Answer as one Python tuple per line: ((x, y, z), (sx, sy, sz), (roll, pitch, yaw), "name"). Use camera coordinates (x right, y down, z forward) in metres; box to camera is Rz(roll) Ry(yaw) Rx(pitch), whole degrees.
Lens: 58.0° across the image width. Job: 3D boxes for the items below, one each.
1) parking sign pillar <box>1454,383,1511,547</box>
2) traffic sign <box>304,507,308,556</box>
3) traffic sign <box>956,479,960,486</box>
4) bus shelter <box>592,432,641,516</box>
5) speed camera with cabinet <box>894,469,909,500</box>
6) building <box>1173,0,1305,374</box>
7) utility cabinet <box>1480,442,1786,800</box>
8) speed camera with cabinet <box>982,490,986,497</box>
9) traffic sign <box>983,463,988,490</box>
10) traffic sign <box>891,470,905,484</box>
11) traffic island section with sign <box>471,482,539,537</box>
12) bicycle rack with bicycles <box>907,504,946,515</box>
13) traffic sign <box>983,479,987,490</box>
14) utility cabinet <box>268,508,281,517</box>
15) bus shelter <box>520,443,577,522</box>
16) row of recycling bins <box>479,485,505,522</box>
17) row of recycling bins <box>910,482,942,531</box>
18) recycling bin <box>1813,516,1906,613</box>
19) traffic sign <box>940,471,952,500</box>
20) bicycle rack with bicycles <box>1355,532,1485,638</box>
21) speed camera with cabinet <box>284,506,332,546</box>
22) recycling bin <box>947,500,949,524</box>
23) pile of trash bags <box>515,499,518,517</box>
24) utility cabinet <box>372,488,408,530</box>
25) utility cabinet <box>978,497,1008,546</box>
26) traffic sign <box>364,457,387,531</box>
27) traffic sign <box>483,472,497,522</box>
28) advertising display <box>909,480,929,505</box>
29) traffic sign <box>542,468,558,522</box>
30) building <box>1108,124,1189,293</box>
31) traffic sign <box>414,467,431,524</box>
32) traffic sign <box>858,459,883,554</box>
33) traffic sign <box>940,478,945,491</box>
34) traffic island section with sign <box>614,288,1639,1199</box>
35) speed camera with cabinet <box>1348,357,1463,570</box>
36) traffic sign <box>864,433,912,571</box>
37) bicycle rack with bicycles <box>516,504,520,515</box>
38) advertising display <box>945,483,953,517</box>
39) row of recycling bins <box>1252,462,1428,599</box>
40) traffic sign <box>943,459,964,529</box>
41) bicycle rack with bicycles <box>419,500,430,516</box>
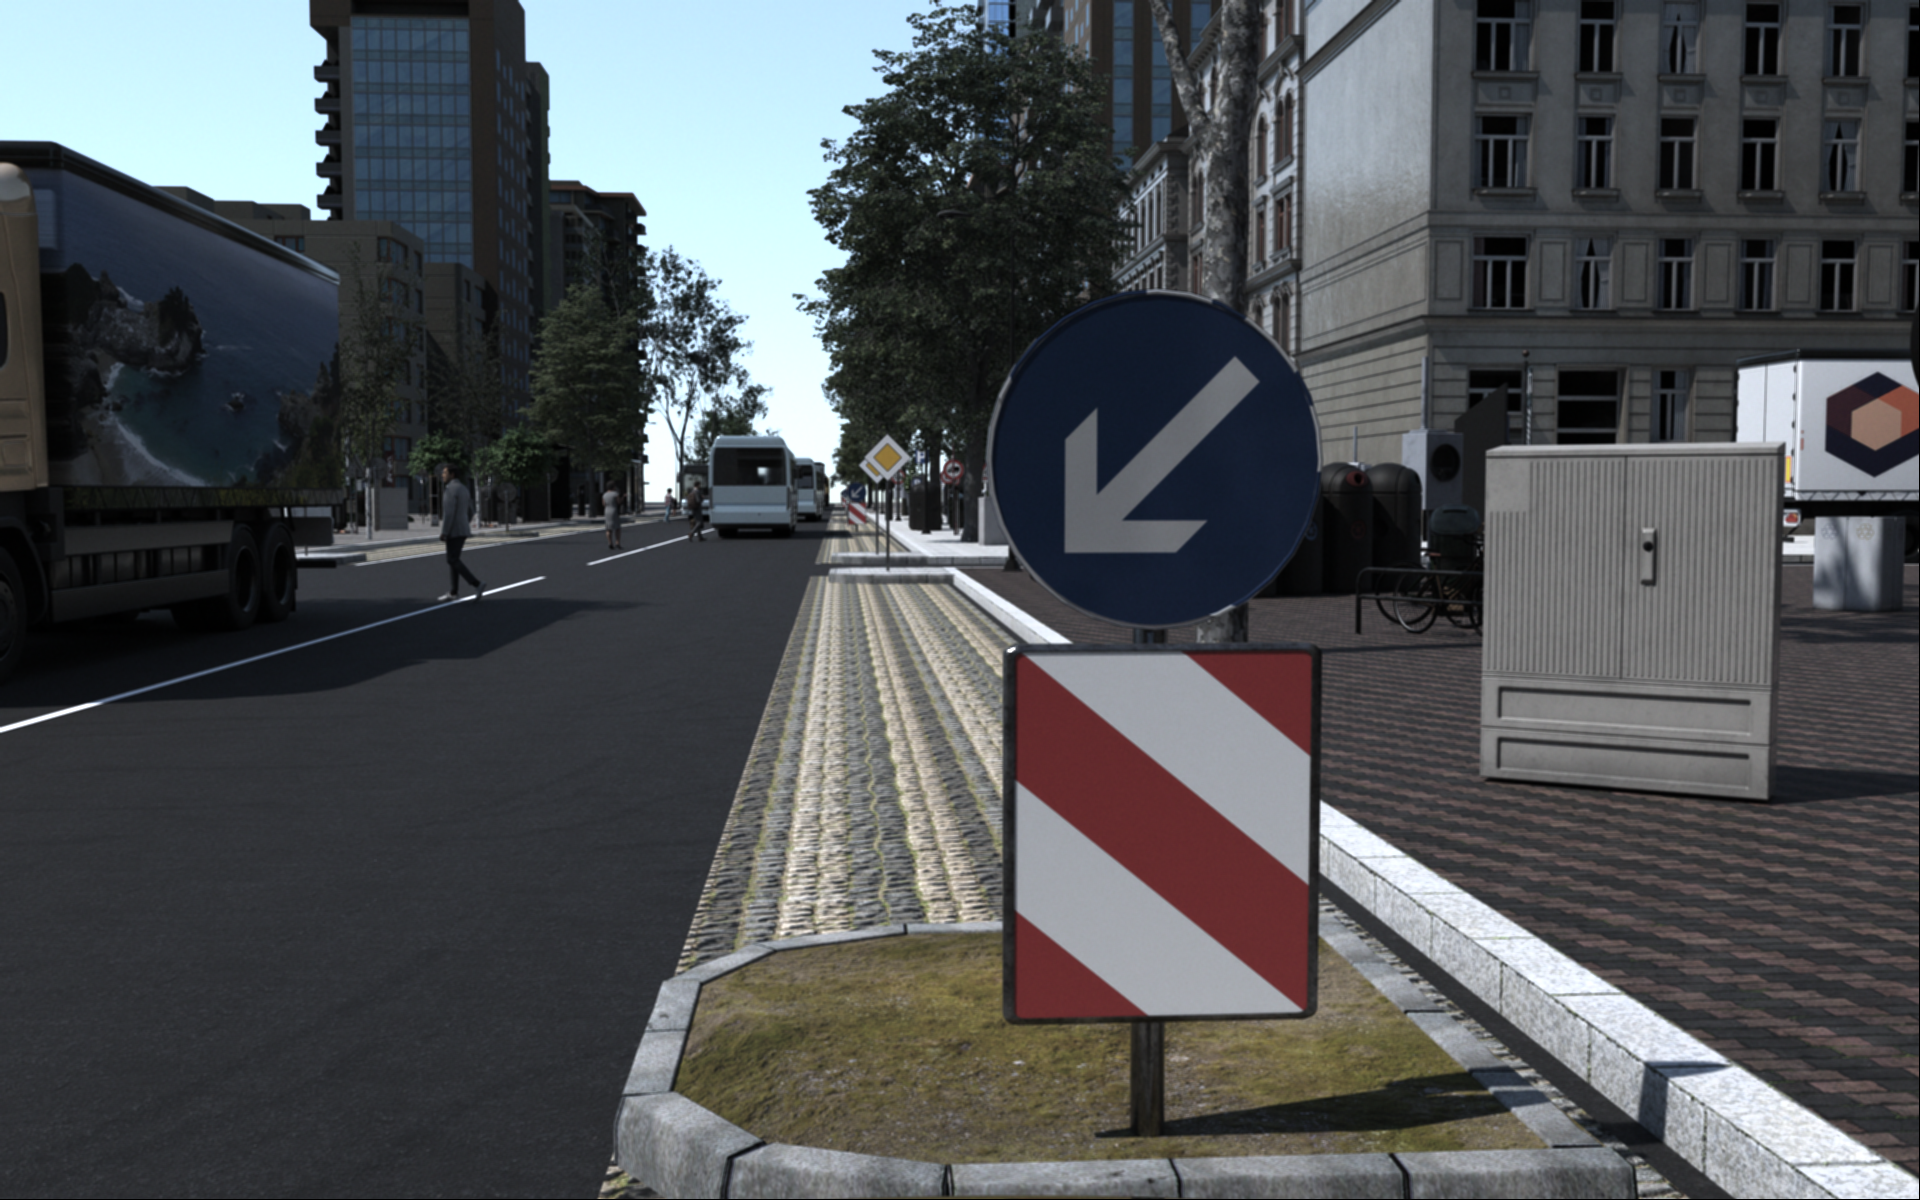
((12.809, -3.304, 42.490), (1.447, 3.967, 1.447), (3, 5, 40), "parking sign pillar")
((-13.576, -1.974, 35.919), (0.795, 2.450, 0.064), (0, 4, -4), "traffic sign")
((-0.399, -6.836, 111.866), (0.768, 2.556, 0.104), (0, 4, -3), "traffic sign")
((-20.827, -7.763, 104.548), (2.179, 5.291, 8.768), (0, 4, -4), "bus shelter")
((-2.610, -6.074, 93.639), (2.038, 3.252, 0.660), (3, 4, 37), "speed camera with cabinet")
((19.013, -17.999, 81.681), (14.401, 28.519, 23.554), (0, 4, -4), "building")
((2.892, 0.072, 7.500), (1.173, 1.500, 0.318), (2, 4, 30), "utility cabinet")
((1.319, -4.441, 66.951), (2.038, 3.252, 0.660), (3, 4, 37), "speed camera with cabinet")
((1.029, -3.869, 63.268), (0.884, 2.594, 0.081), (0, 4, -2), "traffic sign")
((-3.178, -5.450, 89.206), (0.768, 2.556, 0.104), (0, 4, 3), "traffic sign")
((-15.149, -3.008, 57.802), (1.989, 1.847, 2.006), (0, 4, -4), "traffic island section with sign")
((-2.031, -5.659, 105.911), (2.925, 0.926, 2.852), (-1, 4, -10), "bicycle rack with bicycles")
((1.259, -4.938, 80.846), (0.768, 2.556, 0.104), (0, 3, 0), "traffic sign")
((-17.616, -2.159, 43.975), (1.173, 1.500, 0.318), (-2, 4, -30), "utility cabinet")
((-19.579, -5.583, 82.558), (1.731, 3.624, 6.357), (0, 4, -4), "bus shelter")
((-22.143, -4.552, 81.535), (1.069, 1.692, 3.534), (-1, 4, -23), "row of recycling bins")
((-1.288, -3.364, 62.109), (1.069, 1.692, 3.534), (0, 4, -6), "row of recycling bins")
((9.956, -0.405, 19.183), (0.722, 1.027, 0.722), (-3, 5, -43), "recycling bin")
((-0.606, -5.308, 86.896), (0.768, 2.556, 0.104), (0, 4, -3), "traffic sign")
((4.898, -0.153, 15.879), (2.852, 0.926, 2.925), (-2, 4, -35), "bicycle rack with bicycles")
((-16.516, -2.942, 42.436), (2.038, 3.252, 0.660), (-3, 5, -43), "speed camera with cabinet")
((-0.096, -3.733, 73.595), (0.722, 1.027, 0.722), (-1, 4, -23), "recycling bin")
((-24.217, -5.393, 97.929), (1.912, 1.369, 3.447), (-1, 4, -14), "pile of trash bags")
((-20.234, -3.229, 61.479), (1.173, 1.500, 0.318), (-2, 4, -30), "utility cabinet")
((0.941, -1.972, 43.397), (1.020, 1.237, 0.306), (-3, 4, -36), "utility cabinet")
((-20.048, -3.628, 59.426), (0.768, 2.556, 0.104), (0, 4, -2), "traffic sign")
((-21.566, -4.731, 79.482), (0.606, 2.300, 0.079), (0, 4, -1), "traffic sign")
((-1.923, -4.652, 81.274), (0.974, 1.923, 0.123), (-2, 4, -28), "advertising display")
((-18.593, -4.789, 78.413), (0.768, 2.556, 0.104), (0, 4, 0), "traffic sign")
((15.300, -16.787, 103.339), (11.050, 23.489, 19.941), (0, 4, -4), "building")
((-23.146, -4.494, 74.660), (0.795, 2.450, 0.064), (0, 4, 3), "traffic sign")
((-1.759, -2.023, 36.723), (0.795, 2.450, 0.064), (0, 4, -4), "traffic sign")
((-1.069, -5.862, 97.967), (0.606, 2.300, 0.079), (0, 4, -1), "traffic sign")
((0.225, 0.274, 4.145), (1.989, 1.847, 2.006), (0, 4, -4), "traffic island section with sign")
((6.163, -1.850, 24.583), (2.038, 3.252, 0.660), (-2, 4, -25), "speed camera with cabinet")
((-1.202, -1.536, 28.757), (0.795, 2.450, 0.064), (0, 4, -4), "traffic sign")
((-22.152, -4.712, 90.423), (2.925, 0.926, 2.852), (-1, 4, -9), "bicycle rack with bicycles")
((-0.596, -5.546, 95.889), (0.123, 1.923, 0.974), (1, 4, 23), "advertising display")
((4.580, -0.934, 22.385), (3.534, 1.692, 1.069), (-2, 4, -35), "row of recycling bins")
((-0.233, -3.866, 63.314), (0.768, 2.556, 0.104), (0, 4, 3), "traffic sign")
((-29.583, -5.249, 99.207), (2.852, 0.926, 2.925), (-2, 4, -28), "bicycle rack with bicycles")
